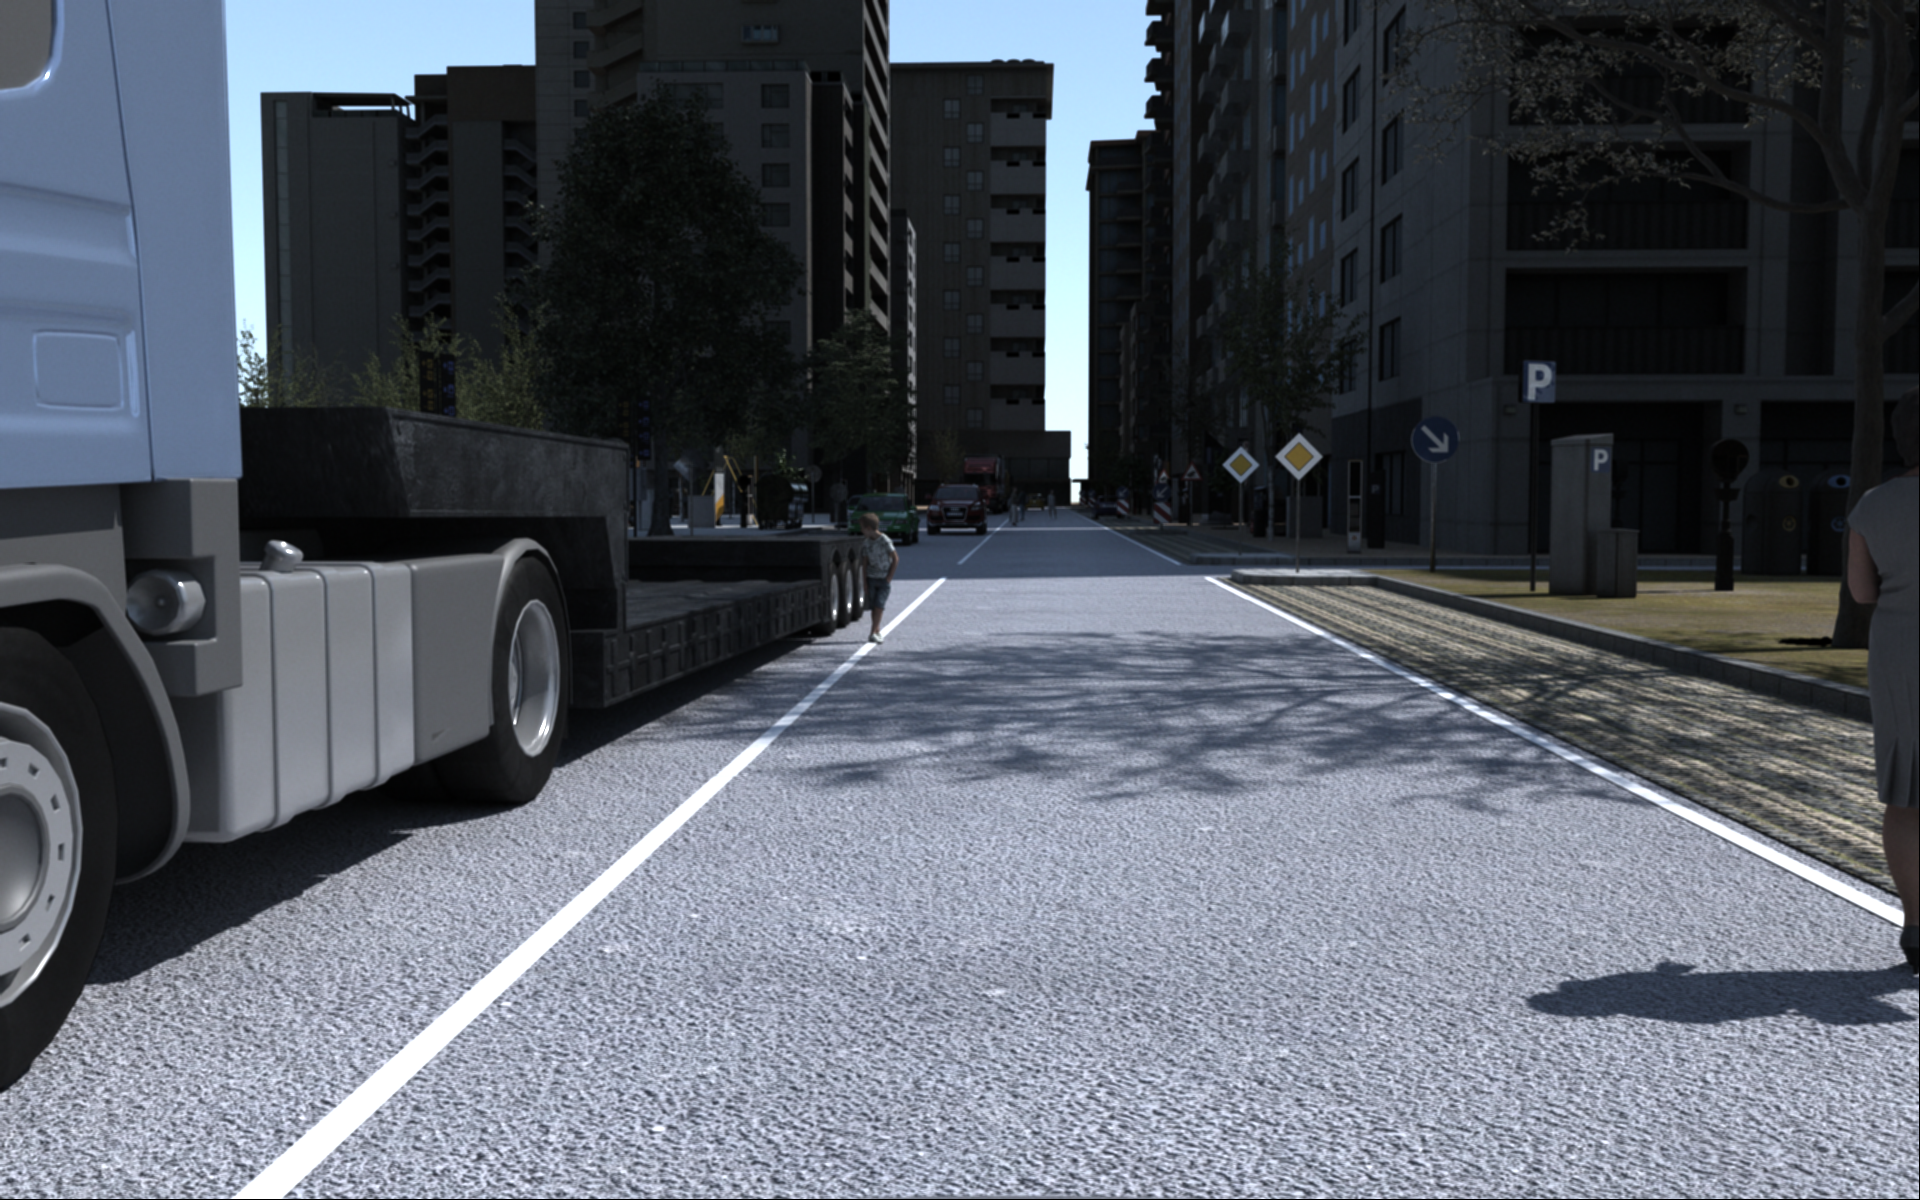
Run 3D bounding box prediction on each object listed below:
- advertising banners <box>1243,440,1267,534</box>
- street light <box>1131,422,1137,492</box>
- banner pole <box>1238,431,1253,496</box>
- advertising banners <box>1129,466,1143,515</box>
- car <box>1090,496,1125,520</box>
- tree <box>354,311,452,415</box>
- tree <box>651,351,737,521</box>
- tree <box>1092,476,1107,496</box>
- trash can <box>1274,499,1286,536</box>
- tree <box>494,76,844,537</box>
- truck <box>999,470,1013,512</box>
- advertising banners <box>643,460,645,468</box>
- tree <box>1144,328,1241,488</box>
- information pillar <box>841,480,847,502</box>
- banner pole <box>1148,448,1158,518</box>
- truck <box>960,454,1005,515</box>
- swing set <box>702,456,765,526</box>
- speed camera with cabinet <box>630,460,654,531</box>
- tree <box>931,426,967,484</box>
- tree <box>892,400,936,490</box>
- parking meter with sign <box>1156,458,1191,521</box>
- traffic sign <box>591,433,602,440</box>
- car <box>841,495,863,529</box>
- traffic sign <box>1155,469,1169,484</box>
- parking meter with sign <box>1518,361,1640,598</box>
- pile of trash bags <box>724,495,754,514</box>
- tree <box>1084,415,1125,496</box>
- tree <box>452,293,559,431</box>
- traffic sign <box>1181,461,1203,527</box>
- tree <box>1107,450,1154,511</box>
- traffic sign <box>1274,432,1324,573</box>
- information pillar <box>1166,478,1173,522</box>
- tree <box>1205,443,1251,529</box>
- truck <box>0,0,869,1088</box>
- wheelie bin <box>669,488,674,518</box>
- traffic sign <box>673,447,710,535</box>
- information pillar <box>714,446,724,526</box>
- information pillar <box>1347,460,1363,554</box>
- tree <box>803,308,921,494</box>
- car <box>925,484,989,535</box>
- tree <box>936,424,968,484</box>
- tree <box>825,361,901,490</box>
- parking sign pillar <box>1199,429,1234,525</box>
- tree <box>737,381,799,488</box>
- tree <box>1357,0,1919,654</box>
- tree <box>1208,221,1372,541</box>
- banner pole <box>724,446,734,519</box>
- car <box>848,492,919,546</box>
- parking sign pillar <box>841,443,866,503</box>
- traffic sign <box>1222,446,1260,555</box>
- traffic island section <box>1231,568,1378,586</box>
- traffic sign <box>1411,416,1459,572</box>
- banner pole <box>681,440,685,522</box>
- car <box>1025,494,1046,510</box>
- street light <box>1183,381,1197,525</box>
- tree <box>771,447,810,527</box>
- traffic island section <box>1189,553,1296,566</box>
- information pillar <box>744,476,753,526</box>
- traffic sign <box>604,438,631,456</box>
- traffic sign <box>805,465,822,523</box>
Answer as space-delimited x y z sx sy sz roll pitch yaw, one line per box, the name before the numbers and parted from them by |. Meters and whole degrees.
advertising banners | 9.485 -3.650 55.870 0.090 3.025 2.074 -1 4 -11
street light | 11.138 -8.430 110.615 0.468 5.910 1.993 0 4 3
banner pole | 11.380 -4.823 68.876 0.863 3.779 0.401 -1 4 -22
advertising banners | 10.871 -6.802 107.405 0.090 3.025 2.074 2 4 30
car | 8.385 -5.236 98.194 1.945 1.354 3.894 0 4 2
tree | -21.467 -7.255 68.988 4.737 8.622 4.395 0 3 0
tree | -13.491 -8.144 83.519 4.737 8.622 4.395 0 3 0
tree | 13.970 -10.710 169.710 1.663 3.219 1.824 0 3 0
trash can | 9.797 -2.513 52.733 0.748 1.137 0.748 0 3 0
tree | -8.340 -8.020 48.137 9.611 12.733 9.660 0 3 0
truck | 2.676 -8.884 141.169 3.469 3.379 9.791 0 4 3
advertising banners | -14.334 -5.142 80.262 0.090 3.025 2.074 1 4 19
tree | 10.461 -7.796 77.830 4.360 8.622 3.978 0 3 0
information pillar | -5.945 -5.150 88.702 0.304 2.012 0.304 0 4 -4
banner pole | 10.518 -6.344 93.738 0.401 3.779 0.863 -2 4 -24
truck | 1.746 -8.316 124.879 2.839 4.237 11.283 0 4 4
swing set | -9.658 -4.546 71.955 2.862 2.851 3.119 0 4 0
speed camera with cabinet | -11.163 -4.075 60.957 0.660 3.252 2.038 1 4 9
tree | -1.314 -14.628 189.533 4.737 8.622 4.395 0 3 0
tree | -4.405 -11.178 133.128 4.360 8.622 3.978 0 3 0
parking meter with sign | 10.382 -5.361 83.912 1.738 3.016 0.543 2 4 30
traffic sign | -6.033 -1.532 28.694 0.795 2.450 0.064 0 4 3
car | -3.985 -3.756 73.410 2.014 1.417 4.499 0 4 3
traffic sign | 10.380 -5.398 88.257 0.884 2.594 0.081 0 4 6
parking meter with sign | 7.889 -1.576 22.028 0.543 3.016 1.738 -1 4 -23
pile of trash bags | -14.720 -6.178 110.769 3.447 1.369 1.912 2 4 25
tree | 13.599 -12.913 161.492 4.737 8.622 4.395 0 3 0
tree | -15.551 -6.830 62.041 4.737 8.622 4.395 0 3 0
traffic sign | 9.019 -4.123 67.411 0.884 2.594 0.081 0 4 8
tree | 12.648 -8.841 128.264 4.285 4.588 4.351 0 3 0
traffic sign | 5.499 -1.500 28.166 0.795 2.450 0.064 0 4 3
information pillar | 9.747 -4.659 80.672 0.304 2.012 0.304 0 4 0
tree | 9.610 -4.210 63.433 1.663 3.219 1.824 0 3 0
truck | -2.930 -1.304 11.085 2.967 4.110 18.799 0 4 4
wheelie bin | -15.454 -5.083 91.010 0.980 1.594 0.693 -3 5 -40
traffic sign | -5.681 -2.020 36.671 0.795 2.450 0.064 0 4 3
information pillar | -9.664 -4.773 69.386 0.183 3.616 0.504 2 4 35
information pillar | 8.530 -2.015 37.436 0.304 2.012 0.304 1 4 11
tree | -6.058 -11.511 106.334 7.486 12.596 7.792 0 3 0
car | -0.075 -3.286 62.401 2.281 1.827 5.304 0 4 2
tree | -1.691 -13.971 178.787 4.360 8.622 3.978 0 3 0
tree | -5.394 -8.937 96.480 4.737 8.622 4.395 0 3 0
parking sign pillar | 10.684 -5.113 72.067 1.447 3.967 1.447 -2 4 -35
tree | -10.871 -9.037 98.121 4.737 8.622 4.395 0 3 0
tree | 7.660 -6.346 14.122 12.009 13.543 11.850 0 3 0
tree | 8.603 -5.895 46.746 4.737 8.622 4.395 0 3 0
banner pole | -12.144 -6.112 89.944 0.863 3.779 0.401 -3 4 -38
car | -2.169 -2.494 49.575 1.959 1.807 4.718 0 4 2
parking sign pillar | -5.632 -6.299 91.456 1.447 3.967 1.447 -1 4 -14
traffic sign | 5.851 -1.988 36.144 0.795 2.450 0.064 0 4 3
traffic island section | 5.523 -0.365 28.243 2.009 0.180 2.903 0 4 3
traffic sign | 7.754 -1.727 28.341 0.768 2.556 0.104 0 4 5
banner pole | -12.594 -5.437 78.914 0.401 3.779 0.863 0 4 3
car | 6.613 -8.783 153.820 2.015 1.641 3.980 0 4 2
street light | 9.353 -5.988 70.685 0.468 5.910 1.993 0 4 3
tree | -6.947 -4.461 67.546 1.663 3.219 1.824 0 3 0
traffic island section | 5.875 -0.853 36.220 2.009 0.180 2.903 0 4 3
information pillar | -8.555 -3.991 69.743 0.304 2.012 0.304 1 4 22
traffic sign | -7.818 -2.385 39.109 0.768 2.556 0.104 0 4 3
traffic sign | -6.452 -4.645 76.055 0.768 2.556 0.104 0 4 7
